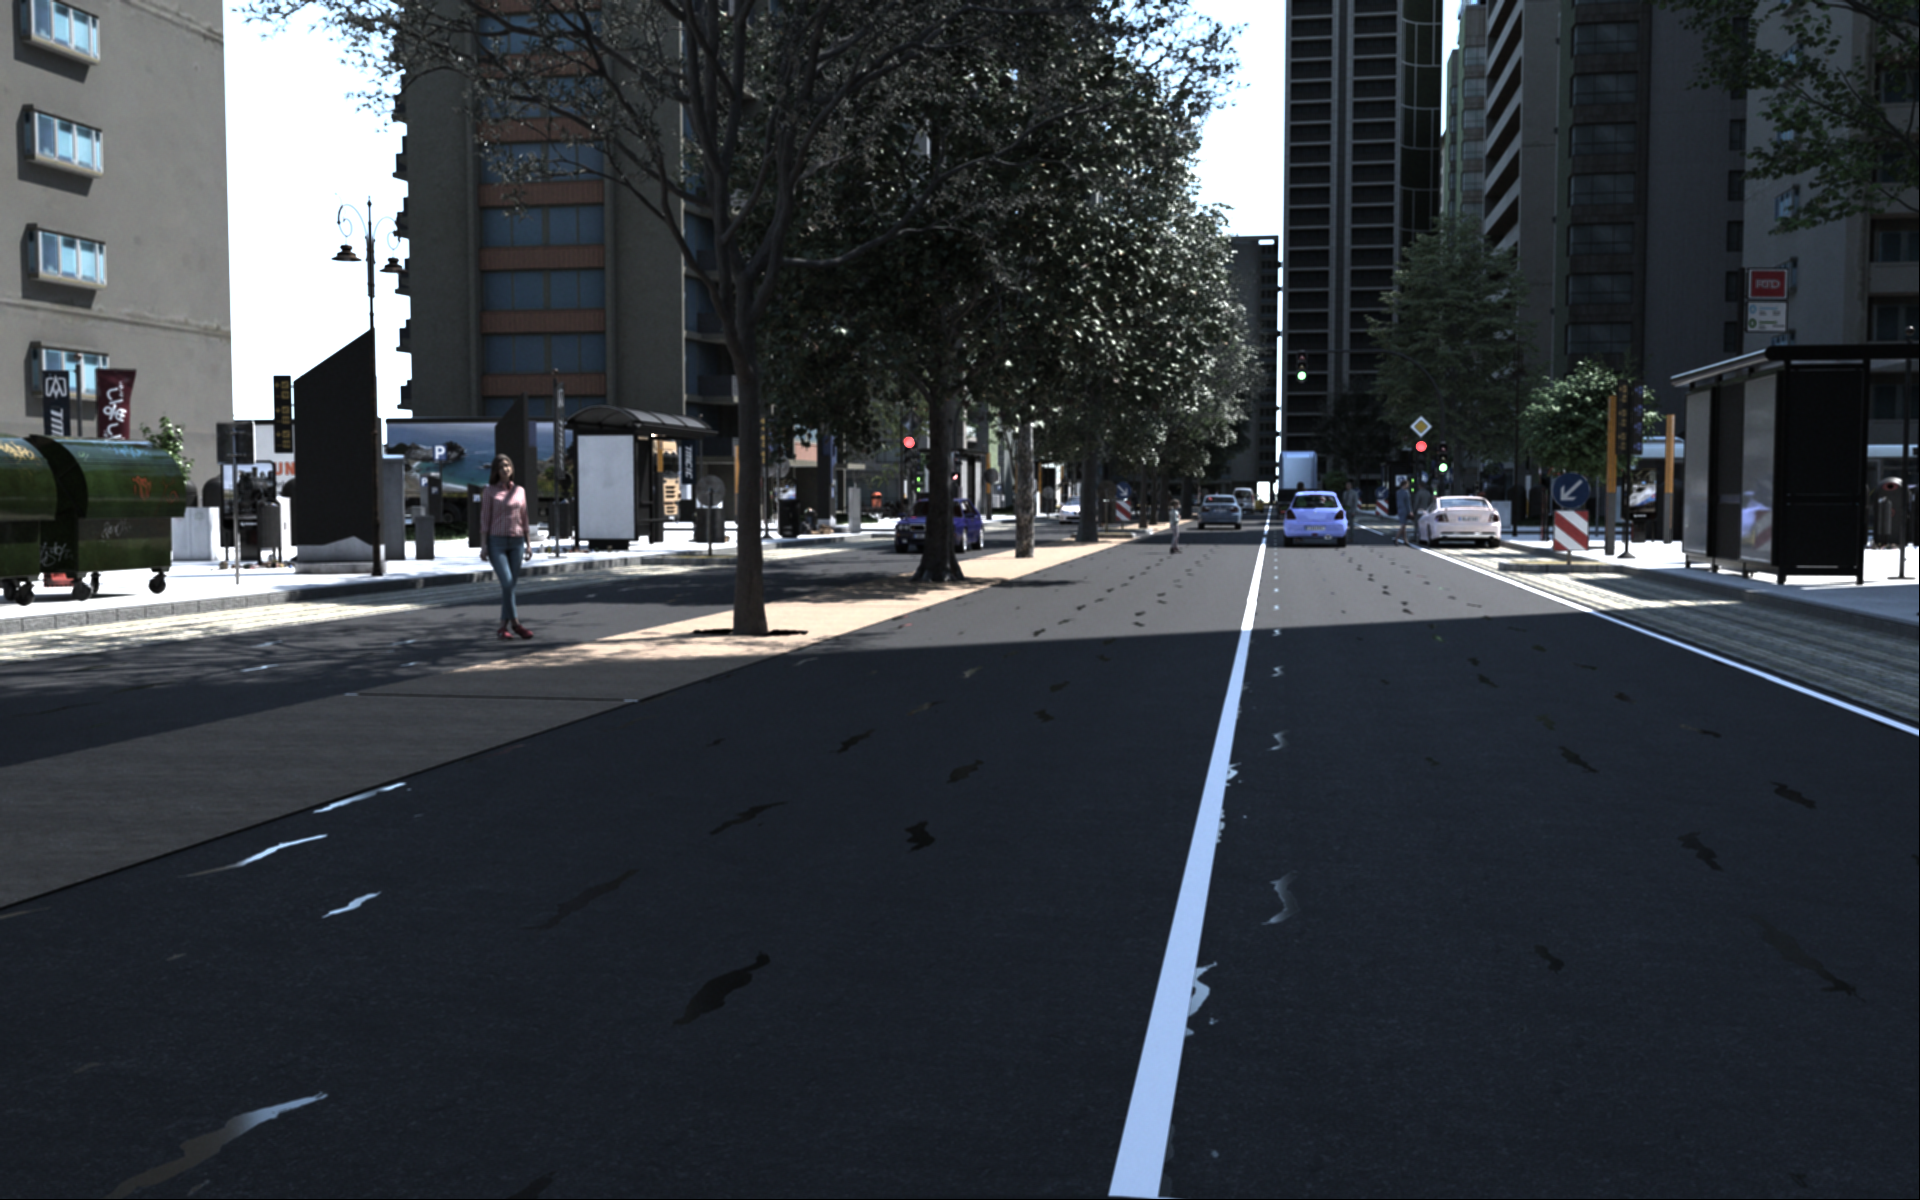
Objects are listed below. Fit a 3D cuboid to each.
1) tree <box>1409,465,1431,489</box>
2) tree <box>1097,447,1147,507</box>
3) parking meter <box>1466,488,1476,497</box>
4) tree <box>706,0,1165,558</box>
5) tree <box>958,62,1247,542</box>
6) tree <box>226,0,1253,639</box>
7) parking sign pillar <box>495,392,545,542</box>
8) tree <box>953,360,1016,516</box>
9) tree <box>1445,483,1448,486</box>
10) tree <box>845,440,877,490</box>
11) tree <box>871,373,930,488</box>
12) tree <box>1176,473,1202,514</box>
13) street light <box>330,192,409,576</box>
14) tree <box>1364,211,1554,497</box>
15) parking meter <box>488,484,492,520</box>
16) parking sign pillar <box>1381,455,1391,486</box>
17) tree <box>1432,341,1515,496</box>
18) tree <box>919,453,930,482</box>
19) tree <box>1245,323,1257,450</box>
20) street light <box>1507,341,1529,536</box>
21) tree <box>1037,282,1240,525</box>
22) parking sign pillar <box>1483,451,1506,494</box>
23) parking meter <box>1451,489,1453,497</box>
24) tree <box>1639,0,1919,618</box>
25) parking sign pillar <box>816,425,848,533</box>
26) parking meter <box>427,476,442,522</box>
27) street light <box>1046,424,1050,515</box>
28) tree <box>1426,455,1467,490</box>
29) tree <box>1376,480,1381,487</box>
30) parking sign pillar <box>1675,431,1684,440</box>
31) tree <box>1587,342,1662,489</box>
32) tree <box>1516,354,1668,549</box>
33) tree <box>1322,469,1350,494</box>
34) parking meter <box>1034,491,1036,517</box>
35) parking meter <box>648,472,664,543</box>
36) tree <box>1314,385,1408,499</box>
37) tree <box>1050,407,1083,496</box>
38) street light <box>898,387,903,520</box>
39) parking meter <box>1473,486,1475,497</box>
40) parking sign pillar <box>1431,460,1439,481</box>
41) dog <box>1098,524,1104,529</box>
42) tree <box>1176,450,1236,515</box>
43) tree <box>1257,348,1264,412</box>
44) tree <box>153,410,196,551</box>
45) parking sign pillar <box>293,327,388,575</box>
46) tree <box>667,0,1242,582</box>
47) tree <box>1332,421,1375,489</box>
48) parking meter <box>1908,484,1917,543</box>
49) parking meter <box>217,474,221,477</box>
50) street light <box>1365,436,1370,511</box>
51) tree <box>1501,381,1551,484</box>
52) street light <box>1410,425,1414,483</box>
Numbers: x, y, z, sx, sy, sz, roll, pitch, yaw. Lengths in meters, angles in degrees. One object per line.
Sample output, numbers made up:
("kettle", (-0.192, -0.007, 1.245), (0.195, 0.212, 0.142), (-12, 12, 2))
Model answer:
("tree", (26.658, -6.433, 99.784), (1.663, 3.219, 1.824), (0, 3, 0))
("tree", (21.173, -16.232, 199.800), (7.601, 10.594, 8.767), (3, 5, 42))
("parking meter", (23.304, -4.326, 79.135), (0.372, 1.533, 0.369), (0, 3, 0))
("tree", (0.408, -11.062, 39.202), (12.611, 20.169, 13.585), (0, 3, 0))
("tree", (3.823, -8.725, 51.769), (9.857, 13.997, 8.962), (0, 3, 0))
("tree", (-2.130, -6.375, 17.061), (12.009, 13.543, 11.850), (0, 3, 0))
("parking sign pillar", (-11.861, -3.537, 46.296), (1.447, 3.967, 1.447), (3, 5, 40))
("tree", (3.288, -10.815, 102.581), (9.928, 11.665, 9.643), (0, 3, 0))
("tree", (32.287, -7.521, 117.562), (1.663, 3.219, 1.824), (0, 3, 0))
("tree", (-7.025, -10.092, 115.366), (4.360, 8.622, 3.978), (0, 3, 0))
("tree", (-2.097, -7.351, 70.544), (4.737, 8.622, 4.395), (0, 3, 0))
("tree", (17.246, -10.533, 125.036), (4.360, 8.622, 3.978), (0, 3, 0))
("street light", (-9.123, -3.311, 26.925), (0.468, 5.910, 1.993), (1, 4, 10))
("tree", (19.835, -9.307, 70.293), (7.486, 12.596, 7.792), (0, 3, 0))
("parking meter", (-11.654, -2.129, 43.219), (0.372, 1.533, 0.369), (0, 3, 0))
("parking sign pillar", (29.204, -7.925, 118.038), (1.447, 3.967, 1.447), (-1, 4, -15))
("tree", (23.248, -7.901, 79.551), (4.360, 8.622, 3.978), (0, 3, 0))
("tree", (-1.469, -7.893, 112.765), (4.285, 4.588, 4.351), (0, 3, 0))
("tree", (10.501, -11.015, 89.202), (9.857, 13.997, 8.962), (0, 3, 0))
("street light", (16.825, -4.866, 52.349), (0.468, 5.910, 1.993), (1, 4, 10))
("tree", (8.981, -9.233, 79.166), (9.928, 11.665, 9.643), (0, 3, 0))
("parking sign pillar", (32.652, -7.178, 105.837), (1.447, 3.967, 1.447), (-1, 4, -15))
("parking meter", (24.588, -4.748, 86.033), (0.372, 1.533, 0.369), (0, 3, 0))
("tree", (10.709, -5.611, 17.489), (9.928, 11.665, 9.643), (0, 3, 0))
("parking sign pillar", (-4.441, -4.233, 57.688), (1.447, 3.967, 1.447), (0, 4, 5))
("parking meter", (-16.738, -3.026, 55.187), (0.399, 1.863, 0.255), (-2, 4, -26))
("street light", (5.471, -8.268, 107.963), (0.468, 5.910, 1.993), (1, 4, 10))
("tree", (34.149, -8.512, 122.892), (4.285, 4.588, 4.351), (0, 3, 0))
("tree", (31.885, -8.263, 129.698), (1.663, 3.219, 1.824), (0, 3, 0))
("parking sign pillar", (28.738, -4.982, 69.928), (1.447, 3.967, 1.447), (2, 4, 29))
("tree", (32.185, -8.234, 84.995), (4.737, 8.622, 4.395), (0, 3, 0))
("tree", (14.874, -3.501, 40.949), (4.285, 4.588, 4.351), (0, 3, 0))
("tree", (44.465, -13.553, 205.300), (4.285, 4.588, 4.351), (0, 3, 0))
("parking meter", (4.186, -5.549, 99.143), (0.372, 1.533, 0.369), (0, 3, 0))
("parking meter", (-8.058, -2.454, 45.828), (0.399, 1.863, 0.255), (3, 4, 36))
("tree", (34.203, -13.040, 147.615), (8.767, 10.594, 7.601), (1, 4, 21))
("tree", (8.251, -10.910, 128.736), (4.360, 8.622, 3.978), (0, 3, 0))
("street light", (-2.210, -5.680, 65.652), (0.468, 5.910, 1.993), (1, 4, 10))
("parking meter", (33.439, -6.520, 112.320), (0.255, 1.863, 0.399), (-2, 4, -32))
("parking sign pillar", (26.607, -6.617, 96.666), (1.447, 3.967, 1.447), (2, 4, 25))
("dog", (5.569, -2.987, 68.124), (0.406, 0.507, 0.540), (-1, 4, -23))
("tree", (15.656, -12.110, 118.587), (7.486, 12.596, 7.792), (0, 3, 0))
("tree", (13.024, -11.677, 100.023), (9.857, 13.997, 8.962), (0, 3, 0))
("tree", (-18.003, -2.745, 39.489), (1.663, 3.219, 1.824), (0, 3, 0))
("parking sign pillar", (-10.083, -2.425, 28.113), (1.447, 3.967, 1.447), (0, 4, -3))
("tree", (-0.316, -6.650, 28.189), (9.611, 12.733, 9.660), (0, 3, 0))
("tree", (35.989, -12.688, 157.814), (4.360, 8.622, 3.978), (0, 3, 0))
("parking meter", (24.996, -2.279, 45.669), (0.372, 1.533, 0.369), (0, 3, 0))
("parking meter", (-21.704, -2.768, 50.974), (0.255, 1.863, 0.399), (-1, 4, -8))
("street light", (31.614, -9.882, 134.359), (0.468, 5.910, 1.993), (1, 4, 10))
("tree", (36.733, -9.801, 110.603), (4.737, 8.622, 4.395), (0, 3, 0))
("street light", (23.836, -7.244, 91.233), (0.468, 5.910, 1.993), (1, 4, 10))
